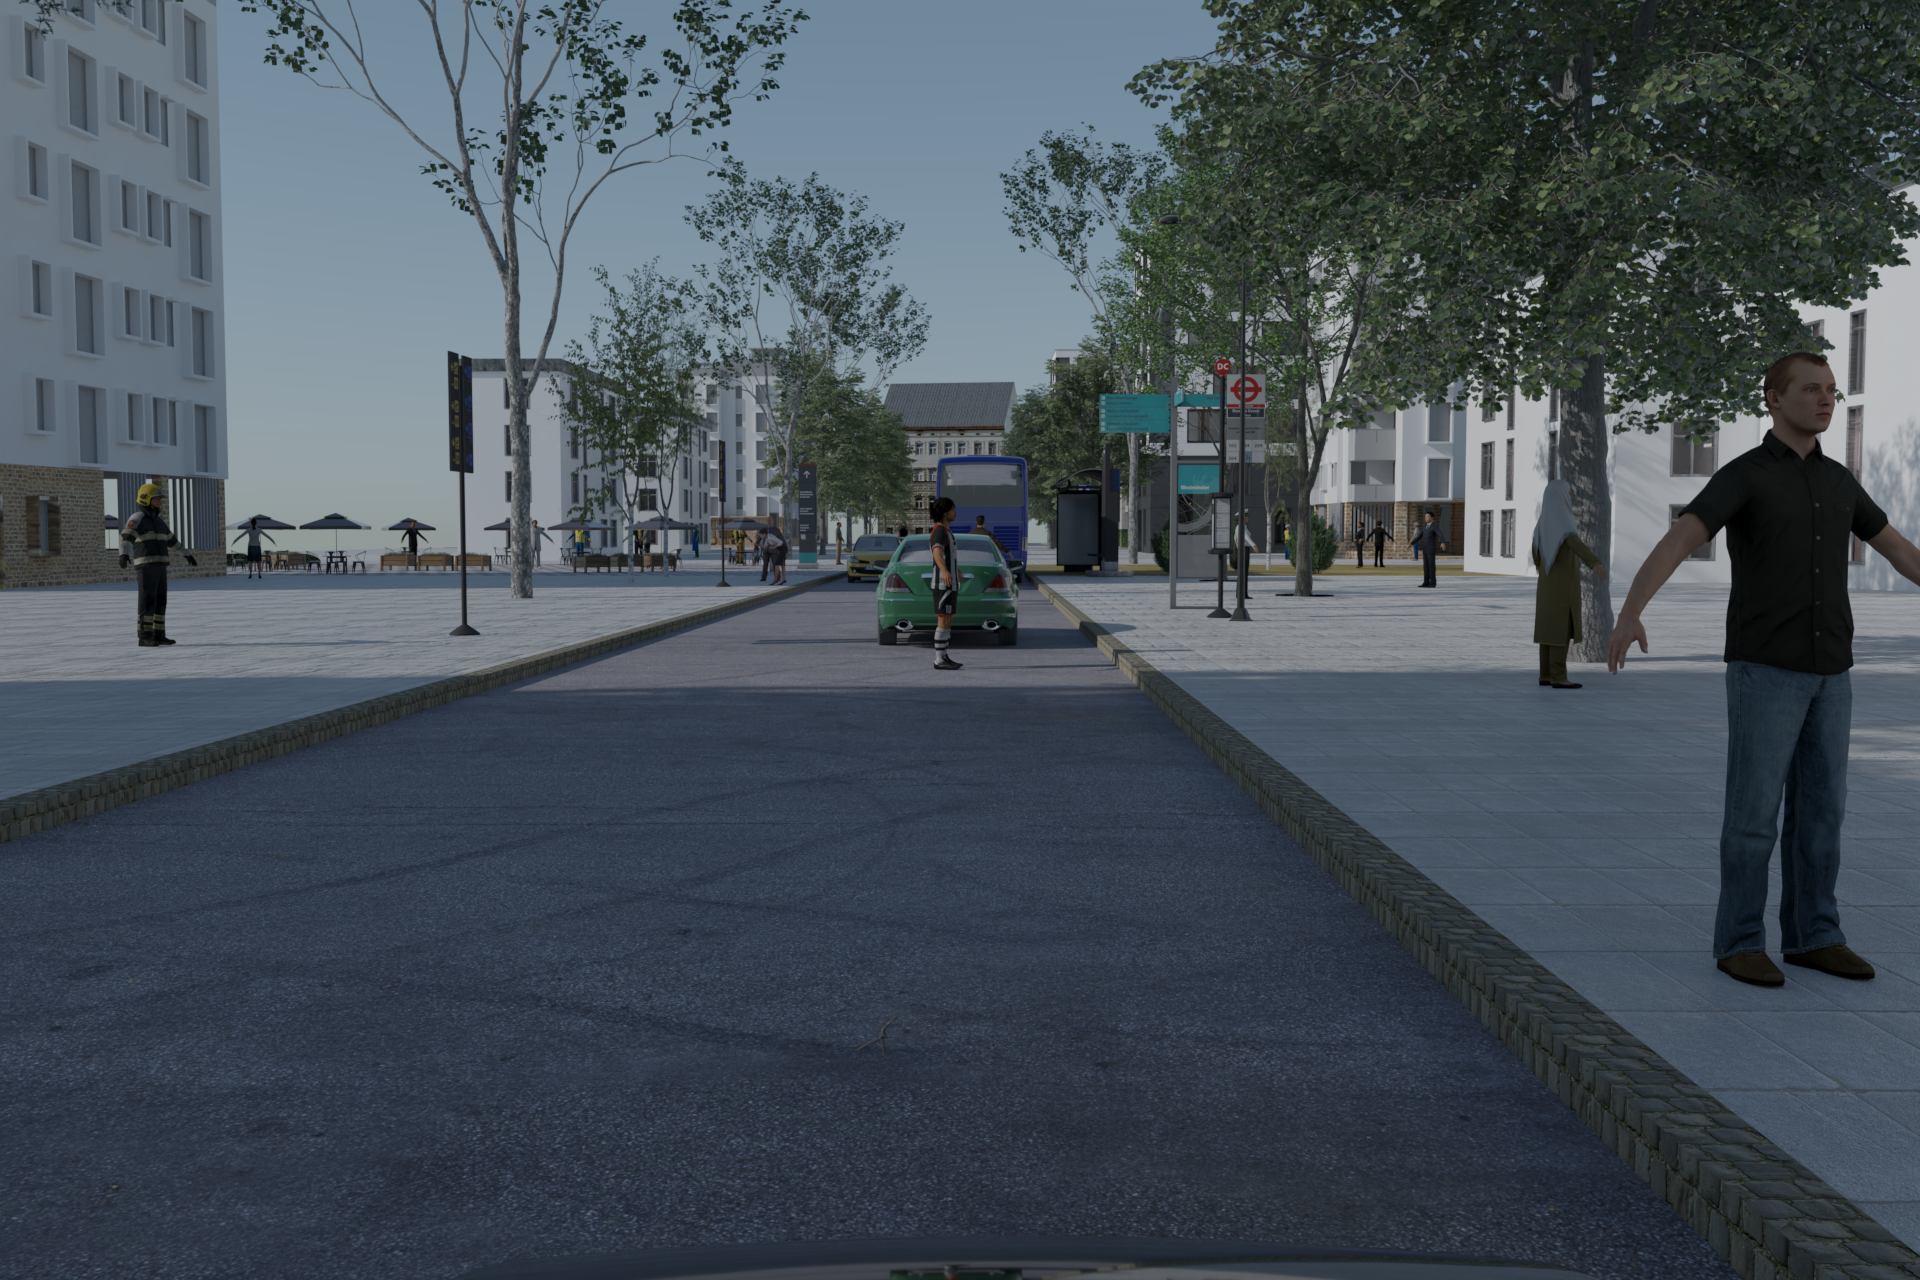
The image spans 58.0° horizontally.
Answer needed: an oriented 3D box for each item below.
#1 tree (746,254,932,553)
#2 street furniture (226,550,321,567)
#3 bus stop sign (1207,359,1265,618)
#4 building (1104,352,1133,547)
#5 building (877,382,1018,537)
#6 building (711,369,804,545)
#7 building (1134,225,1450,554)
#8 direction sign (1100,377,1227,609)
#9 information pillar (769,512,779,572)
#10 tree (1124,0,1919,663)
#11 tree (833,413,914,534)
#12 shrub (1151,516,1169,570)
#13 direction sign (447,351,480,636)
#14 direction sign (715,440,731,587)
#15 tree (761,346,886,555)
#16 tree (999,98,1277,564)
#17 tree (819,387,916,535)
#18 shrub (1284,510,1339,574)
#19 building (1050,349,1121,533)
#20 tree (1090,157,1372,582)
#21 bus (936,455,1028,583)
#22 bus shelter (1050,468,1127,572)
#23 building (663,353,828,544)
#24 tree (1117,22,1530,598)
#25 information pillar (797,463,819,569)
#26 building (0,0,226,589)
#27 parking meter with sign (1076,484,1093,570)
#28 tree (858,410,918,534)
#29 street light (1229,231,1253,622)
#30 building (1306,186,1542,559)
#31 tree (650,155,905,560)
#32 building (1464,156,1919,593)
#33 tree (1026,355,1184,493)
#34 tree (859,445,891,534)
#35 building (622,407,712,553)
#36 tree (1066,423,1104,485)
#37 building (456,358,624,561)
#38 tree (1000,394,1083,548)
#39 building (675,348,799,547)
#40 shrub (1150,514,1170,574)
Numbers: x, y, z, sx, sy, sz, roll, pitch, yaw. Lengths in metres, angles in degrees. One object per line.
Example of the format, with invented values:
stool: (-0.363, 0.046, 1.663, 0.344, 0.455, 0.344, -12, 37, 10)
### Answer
tree: (-9.117, -16.091, 118.973, 12.611, 20.169, 13.585, 0, 3, 0)
street furniture: (-29.545, -3.403, 71.261, 5.734, 0.657, 10.072, -1, 4, -14)
bus stop sign: (4.216, -2.309, 26.450, 0.855, 3.939, 0.416, 0, 4, 1)
building: (24.078, -18.898, 175.433, 16.747, 18.905, 31.486, 0, 4, 1)
building: (-1.128, -25.462, 249.682, 18.063, 23.208, 19.493, 1, 4, 10)
building: (-23.716, -20.655, 194.131, 16.016, 20.090, 11.380, 0, 4, 0)
building: (26.655, -17.431, 128.972, 27.936, 21.610, 32.646, 0, 4, 1)
direction sign: (3.632, -2.458, 28.947, 2.525, 3.948, 1.411, 0, 4, 1)
information pillar: (-6.325, -3.329, 58.923, 0.304, 2.012, 0.304, 0, 4, 1)
tree: (6.291, -6.751, 17.041, 9.857, 13.997, 8.962, 0, 3, 0)
tree: (-7.809, -13.580, 147.793, 9.928, 11.665, 9.643, 0, 3, 0)
shrub: (7.434, -3.407, 60.127, 1.690, 2.028, 1.600, 0, 3, 0)
direction sign: (-6.297, -1.830, 21.914, 0.379, 3.537, 0.876, 0, 4, 2)
direction sign: (-5.765, -3.062, 42.054, 0.379, 3.537, 0.876, 0, 4, 1)
tree: (-8.400, -11.454, 105.396, 7.486, 12.596, 7.792, 0, 3, 0)
tree: (8.887, -13.308, 73.471, 12.611, 20.169, 13.585, 0, 3, 0)
tree: (-7.236, -13.189, 133.759, 7.486, 12.596, 7.792, 0, 3, 0)
shrub: (11.232, -3.134, 55.287, 1.661, 2.075, 1.752, 0, 3, 0)
building: (24.582, -22.257, 207.881, 27.936, 21.610, 32.646, 0, 4, 0)
tree: (7.204, -7.374, 46.320, 9.928, 11.665, 9.643, 0, 3, 0)
bus: (0.660, -3.773, 53.242, 2.896, 3.916, 12.251, 0, 4, 1)
bus shelter: (4.055, -3.782, 55.752, 2.014, 3.302, 5.546, 0, 4, -1)
building: (-26.891, -23.694, 218.332, 19.493, 23.208, 18.063, 0, 4, 2)
tree: (7.235, -6.700, 35.302, 9.928, 11.665, 9.643, 0, 3, 0)
information pillar: (-5.585, -4.542, 63.637, 0.750, 3.857, 0.750, 0, 3, 0)
building: (-27.465, -11.186, 39.314, 16.016, 20.090, 11.380, 0, 4, 1)
parking meter with sign: (4.358, -3.894, 59.929, 0.543, 3.016, 1.738, 0, 4, -1)
tree: (-7.205, -14.676, 158.071, 7.486, 12.596, 7.792, 0, 3, 0)
street light: (4.685, -3.231, 25.372, 1.470, 5.913, 1.316, 0, 4, 1)
building: (25.018, -14.886, 99.809, 16.016, 20.090, 11.380, 0, 4, 0)
tree: (-9.225, -14.132, 86.955, 12.611, 20.169, 13.585, 0, 3, 0)
building: (21.748, -6.329, 45.628, 9.099, 9.664, 28.070, 0, 4, 0)
tree: (7.495, -9.496, 89.668, 8.767, 10.594, 7.601, 0, 4, 8)
tree: (-7.029, -11.679, 141.319, 4.360, 8.622, 3.978, 0, 3, 0)
building: (-22.924, -11.401, 128.549, 9.099, 9.664, 28.070, 0, 4, 0)
tree: (7.853, -9.847, 111.363, 4.360, 8.622, 3.978, 0, 3, 0)
building: (-23.257, -9.469, 96.958, 9.099, 9.664, 28.070, 0, 4, 1)
tree: (8.515, -15.299, 156.800, 9.857, 13.997, 8.962, 0, 3, 0)
building: (-22.915, -19.598, 176.847, 16.016, 20.090, 11.380, 0, 4, 2)
shrub: (6.829, -3.059, 54.053, 1.661, 2.075, 1.752, 0, 3, 0)
